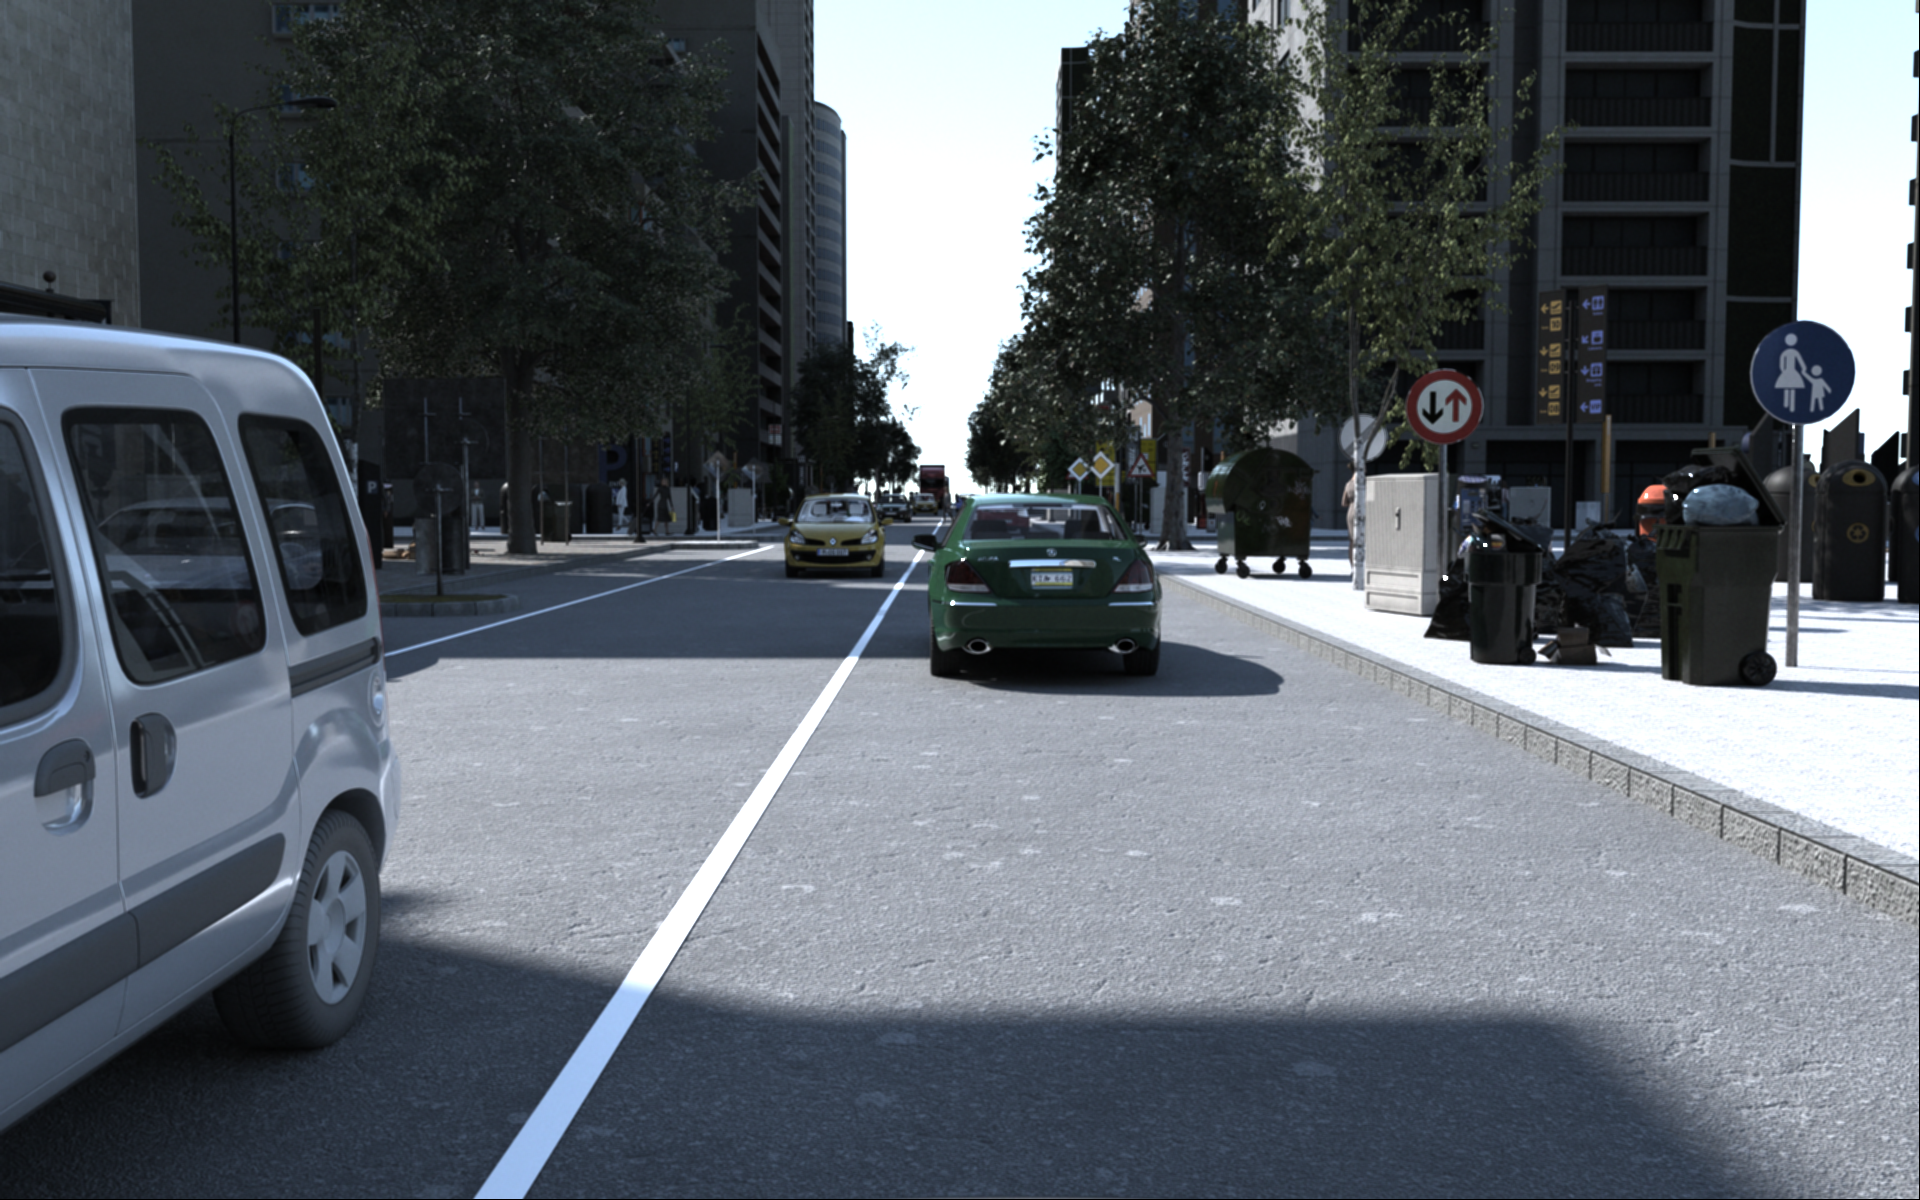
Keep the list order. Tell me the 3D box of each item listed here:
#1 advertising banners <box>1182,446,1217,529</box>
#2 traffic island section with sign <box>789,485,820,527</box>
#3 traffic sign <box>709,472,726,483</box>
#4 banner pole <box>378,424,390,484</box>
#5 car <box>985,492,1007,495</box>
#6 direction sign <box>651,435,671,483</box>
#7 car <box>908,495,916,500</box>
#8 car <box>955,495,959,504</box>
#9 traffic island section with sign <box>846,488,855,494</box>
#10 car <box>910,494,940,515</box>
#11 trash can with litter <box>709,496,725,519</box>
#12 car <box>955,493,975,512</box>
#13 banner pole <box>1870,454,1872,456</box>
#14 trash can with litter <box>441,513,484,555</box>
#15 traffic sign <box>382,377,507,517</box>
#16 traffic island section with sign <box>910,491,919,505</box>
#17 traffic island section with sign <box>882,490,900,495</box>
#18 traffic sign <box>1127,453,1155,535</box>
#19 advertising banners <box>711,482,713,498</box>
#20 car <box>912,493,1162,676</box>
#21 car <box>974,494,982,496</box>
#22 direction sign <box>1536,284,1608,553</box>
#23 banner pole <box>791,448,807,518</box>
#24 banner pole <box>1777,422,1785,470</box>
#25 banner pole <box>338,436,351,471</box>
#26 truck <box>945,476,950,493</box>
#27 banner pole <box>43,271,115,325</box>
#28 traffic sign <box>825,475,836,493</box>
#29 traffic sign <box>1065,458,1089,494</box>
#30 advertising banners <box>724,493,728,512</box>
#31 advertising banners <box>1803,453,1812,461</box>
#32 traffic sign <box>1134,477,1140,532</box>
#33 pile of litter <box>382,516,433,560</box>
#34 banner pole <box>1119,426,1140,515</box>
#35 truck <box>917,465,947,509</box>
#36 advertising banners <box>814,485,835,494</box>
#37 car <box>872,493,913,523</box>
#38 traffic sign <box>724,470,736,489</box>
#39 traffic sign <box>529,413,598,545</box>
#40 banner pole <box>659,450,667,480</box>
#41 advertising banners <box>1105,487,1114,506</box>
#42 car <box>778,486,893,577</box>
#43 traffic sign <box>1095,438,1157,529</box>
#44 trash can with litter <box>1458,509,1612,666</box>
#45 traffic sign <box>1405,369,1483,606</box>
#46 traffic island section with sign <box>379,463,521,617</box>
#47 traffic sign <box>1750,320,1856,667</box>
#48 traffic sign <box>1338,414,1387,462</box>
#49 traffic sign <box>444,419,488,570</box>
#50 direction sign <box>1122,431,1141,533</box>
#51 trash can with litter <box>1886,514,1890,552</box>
[{"bbox_3d":[8.944,-4.117,63.493,2.074,3.025,0.090,-1,4,-12],"label":"advertising banners"},{"bbox_3d":[-6.469,-4.144,76.390,1.989,1.847,2.006,0,3,0],"label":"traffic island section with sign"},{"bbox_3d":[-10.959,-4.779,78.248,0.768,2.556,0.104,0,4,5],"label":"traffic sign"},{"bbox_3d":[-20.820,-4.441,62.620,0.401,3.779,0.863,1,4,15],"label":"banner pole"},{"bbox_3d":[1.505,-3.173,60.920,2.155,1.783,4.494,0,3,0],"label":"car"},{"bbox_3d":[-11.476,-4.560,66.554,0.876,3.537,0.379,2,4,24],"label":"direction sign"},{"bbox_3d":[-6.281,-14.234,245.087,2.083,1.381,4.827,0,4,-1],"label":"car"},{"bbox_3d":[0.193,-14.458,248.968,1.945,1.354,3.894,0,3,0],"label":"car"},{"bbox_3d":[-6.484,-5.830,103.947,1.989,1.847,2.006,0,3,0],"label":"traffic island section with sign"},{"bbox_3d":[-2.364,-6.537,117.103,2.015,1.641,3.980,0,4,-2],"label":"car"},{"bbox_3d":[-12.721,-4.818,90.156,0.624,1.170,1.055,2,4,23],"label":"trash can with litter"},{"bbox_3d":[0.555,-7.766,136.566,1.945,1.707,3.694,0,4,2],"label":"car"},{"bbox_3d":[57.670,-7.311,109.553,0.401,3.779,0.863,3,5,41],"label":"banner pole"},{"bbox_3d":[-10.800,-1.588,37.015,1.678,1.210,2.233,0,4,0],"label":"trash can with litter"},{"bbox_3d":[-9.045,-2.233,30.383,2.265,3.308,0.079,0,4,8],"label":"traffic sign"},{"bbox_3d":[-6.506,-15.598,263.649,1.989,1.847,2.006,0,3,0],"label":"traffic island section with sign"},{"bbox_3d":[-6.491,-8.871,153.675,1.989,1.847,2.006,0,3,0],"label":"traffic island section with sign"},{"bbox_3d":[5.659,-3.313,54.177,0.884,2.594,0.081,0,4,2],"label":"traffic sign"},{"bbox_3d":[-12.199,-5.446,85.227,0.090,3.025,2.074,0,4,-8],"label":"advertising banners"},{"bbox_3d":[0.641,-0.202,15.099,2.131,1.459,4.920,0,4,-1],"label":"car"},{"bbox_3d":[1.492,-9.239,160.838,2.009,1.686,4.222,0,4,1],"label":"car"},{"bbox_3d":[6.732,-1.660,19.131,0.379,3.537,0.876,-2,4,-34],"label":"direction sign"},{"bbox_3d":[-8.710,-6.338,93.651,0.863,3.779,0.401,-1,4,-9],"label":"banner pole"},{"bbox_3d":[27.432,-4.152,57.903,0.401,3.779,0.863,1,4,11],"label":"banner pole"},{"bbox_3d":[-23.406,-4.645,65.959,0.401,3.779,0.863,2,4,32],"label":"banner pole"},{"bbox_3d":[-3.067,-17.297,271.711,2.839,4.237,11.283,0,4,2],"label":"truck"},{"bbox_3d":[-9.993,-1.810,19.604,0.863,3.779,0.401,-1,4,-16],"label":"banner pole"},{"bbox_3d":[-8.831,-7.217,118.108,0.768,2.556,0.104,0,4,3],"label":"traffic sign"},{"bbox_3d":[4.219,-3.823,62.508,0.884,2.594,0.081,0,4,1],"label":"traffic sign"},{"bbox_3d":[-16.155,-7.695,121.993,2.074,3.025,0.090,2,4,26],"label":"advertising banners"},{"bbox_3d":[35.631,-4.802,74.693,2.074,3.025,0.090,0,4,2],"label":"advertising banners"},{"bbox_3d":[5.921,-3.562,58.338,0.768,2.556,0.104,1,4,9],"label":"traffic sign"},{"bbox_3d":[-10.785,-1.235,34.159,1.176,0.858,1.719,-2,4,-27],"label":"pile of litter"},{"bbox_3d":[5.405,-4.031,55.922,0.863,3.779,0.401,-1,4,-12],"label":"banner pole"},{"bbox_3d":[-2.671,-10.873,166.685,2.839,4.237,11.283,0,4,-1],"label":"truck"},{"bbox_3d":[-10.158,-8.088,128.434,2.074,3.025,0.090,-2,4,-24],"label":"advertising banners"},{"bbox_3d":[-3.353,-4.707,86.748,2.009,1.686,4.222,0,4,1],"label":"car"},{"bbox_3d":[-11.161,-5.124,83.877,0.768,2.556,0.104,1,4,9],"label":"traffic sign"},{"bbox_3d":[-10.209,-3.037,43.521,2.265,3.308,0.079,0,4,4],"label":"traffic sign"},{"bbox_3d":[-16.816,-6.588,97.734,0.863,3.779,0.401,3,5,40],"label":"banner pole"},{"bbox_3d":[8.847,-6.478,102.109,0.090,3.025,2.074,0,4,-5],"label":"advertising banners"},{"bbox_3d":[-2.202,-1.272,31.013,2.015,1.641,3.980,0,4,-2],"label":"car"},{"bbox_3d":[6.053,-4.245,63.286,2.265,3.308,0.079,0,4,4],"label":"traffic sign"},{"bbox_3d":[4.366,-0.110,13.183,1.055,1.170,0.624,0,4,5],"label":"trash can with litter"},{"bbox_3d":[4.933,-1.077,17.716,0.768,2.556,0.104,1,4,9],"label":"traffic sign"},{"bbox_3d":[-6.480,-0.766,21.159,1.989,1.847,2.006,0,3,0],"label":"traffic island section with sign"},{"bbox_3d":[6.179,-0.776,12.794,0.768,2.556,0.104,0,4,1],"label":"traffic sign"},{"bbox_3d":[6.397,-1.681,27.596,0.768,2.556,0.104,0,4,3],"label":"traffic sign"},{"bbox_3d":[-8.374,-1.790,29.368,0.768,2.556,0.104,0,4,3],"label":"traffic sign"},{"bbox_3d":[5.680,-4.011,57.569,0.379,3.537,0.876,-3,4,-39],"label":"direction sign"},{"bbox_3d":[20.373,-1.686,38.618,1.678,1.210,2.233,-2,4,-29],"label":"trash can with litter"}]
